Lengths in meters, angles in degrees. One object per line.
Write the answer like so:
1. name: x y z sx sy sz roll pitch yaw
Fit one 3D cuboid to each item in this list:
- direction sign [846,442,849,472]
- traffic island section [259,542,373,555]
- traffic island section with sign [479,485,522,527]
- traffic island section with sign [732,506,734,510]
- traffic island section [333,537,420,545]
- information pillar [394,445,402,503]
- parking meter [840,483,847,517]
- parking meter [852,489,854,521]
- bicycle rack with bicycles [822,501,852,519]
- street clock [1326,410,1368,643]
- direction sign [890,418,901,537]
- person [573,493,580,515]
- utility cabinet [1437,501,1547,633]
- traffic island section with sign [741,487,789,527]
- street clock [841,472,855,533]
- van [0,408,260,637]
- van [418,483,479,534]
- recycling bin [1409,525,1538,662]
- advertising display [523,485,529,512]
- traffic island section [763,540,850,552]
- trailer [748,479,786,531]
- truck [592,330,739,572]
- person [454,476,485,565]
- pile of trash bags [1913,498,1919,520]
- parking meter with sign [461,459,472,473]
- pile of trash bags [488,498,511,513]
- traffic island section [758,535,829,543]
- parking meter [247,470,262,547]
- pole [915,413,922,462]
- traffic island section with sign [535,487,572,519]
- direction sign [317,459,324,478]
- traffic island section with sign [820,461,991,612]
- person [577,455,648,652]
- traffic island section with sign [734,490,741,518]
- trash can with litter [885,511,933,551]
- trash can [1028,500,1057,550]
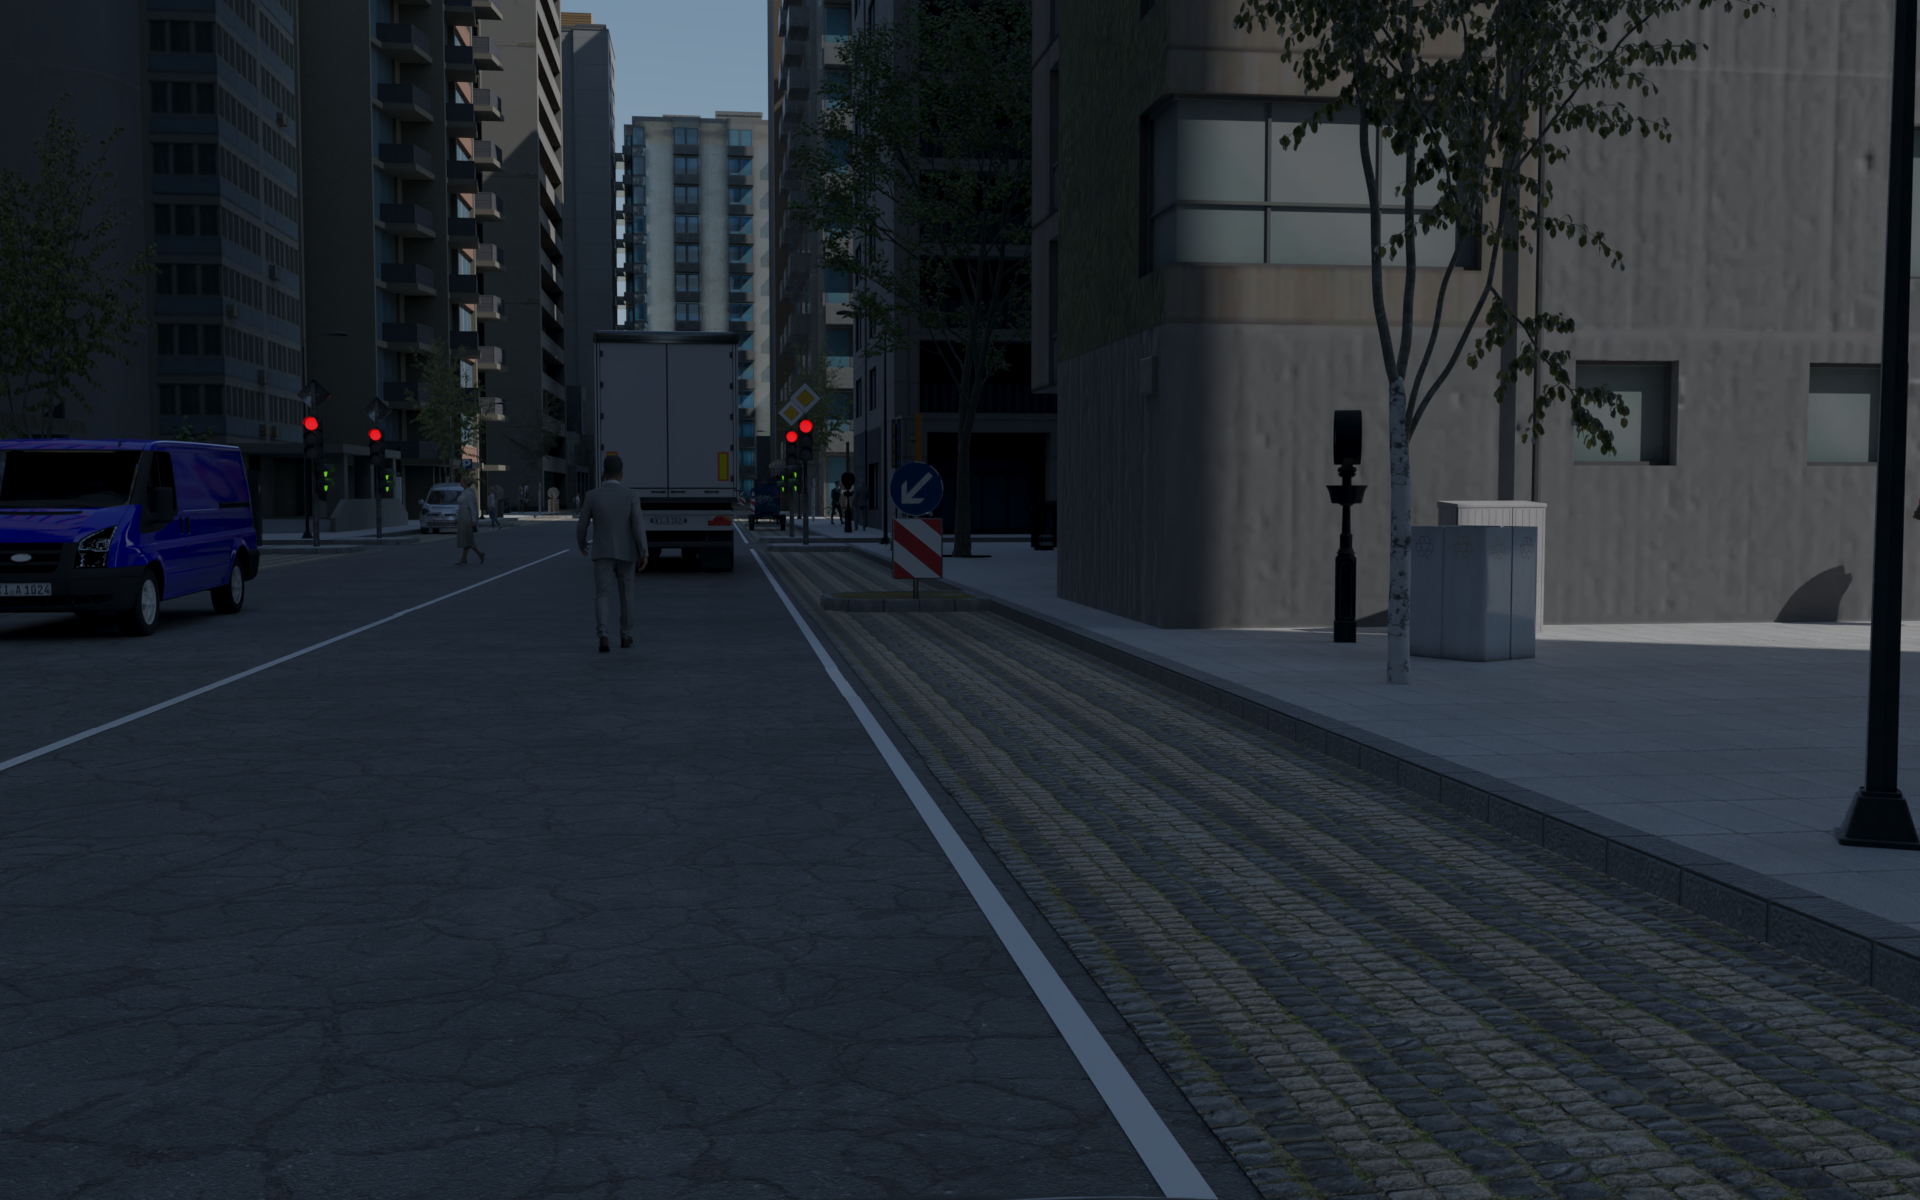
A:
1. direction sign: -4.866 -5.082 75.087 0.379 3.537 0.876 -1 4 -11
2. traffic island section: -15.706 -1.220 42.226 2.009 0.180 2.903 0 4 -8
3. traffic island section with sign: -20.023 -4.051 74.854 1.989 1.847 2.006 0 4 -8
4. traffic island section with sign: -19.344 -8.824 152.897 1.989 1.847 2.006 0 4 -8
5. traffic island section: -16.828 -1.703 50.133 2.009 0.180 2.903 0 4 -8
6. information pillar: -27.159 -5.635 83.487 0.504 3.616 0.183 0 4 5
7. parking meter: -6.219 -5.315 92.618 0.399 1.863 0.255 0 4 5
8. parking meter: -5.004 -4.560 82.963 0.372 1.533 0.369 0 3 0
9. bicycle rack with bicycles: -5.454 -4.725 90.642 2.925 0.926 2.852 1 4 15
10. street clock: 3.338 -0.636 14.967 0.358 2.002 0.471 1 4 10
11. direction sign: -1.920 -3.685 52.246 0.379 3.537 0.876 -1 4 -20
12. person: -25.631 -6.422 116.094 0.503 1.515 0.523 3 5 40
13. utility cabinet: 4.883 -0.290 15.907 1.020 1.237 0.306 -1 4 -23
14. traffic island section with sign: -8.474 -4.130 76.153 1.989 1.847 2.006 0 4 -8
15. street clock: -3.709 -3.233 57.423 0.358 2.002 0.471 -3 5 -45
16. van: -9.362 -0.898 19.065 2.240 2.365 5.245 -1 4 -9
17. van: -18.568 -3.426 63.028 2.013 2.044 4.112 -1 4 -8
18. recycling bin: 4.038 -0.067 13.645 0.722 1.027 0.722 -3 4 -36
19. advertising display: -30.750 -7.187 122.720 0.123 1.923 0.974 0 4 4
20. traffic island section: -3.882 -1.322 43.893 2.009 0.180 2.903 0 4 -8
21. trailer: -7.633 -3.763 68.577 1.471 1.999 3.904 0 4 -6
22. truck: -5.867 -2.840 35.353 2.839 4.237 11.283 -1 4 -9
23. person: -9.956 -1.616 35.153 0.641 1.798 0.478 -1 4 -18
24. pile of trash bags: 10.568 -0.368 15.767 3.447 1.369 1.912 3 5 44
25. parking meter with sign: -24.114 -5.398 84.512 0.543 3.016 1.738 -1 4 -12
26. pile of trash bags: -31.642 -6.443 115.102 3.447 1.369 1.912 -1 4 -20
27. traffic island section: -5.004 -1.805 51.799 2.009 0.180 2.903 0 4 -8
28. parking meter: -17.282 -2.246 42.440 0.255 1.863 0.399 -1 4 -12
29. pole: -1.044 -3.058 43.846 0.158 3.312 0.155 0 3 0
30. traffic island section with sign: -23.795 -5.683 101.545 1.989 1.847 2.006 0 4 -8
31. direction sign: -30.801 -5.552 82.773 0.876 3.537 0.379 0 4 1
32. traffic island section with sign: -0.741 -0.806 21.805 1.989 1.847 2.006 0 4 -8
33. person: -3.200 -0.438 15.939 0.678 1.792 0.850 0 4 -5
34. traffic island section with sign: -12.434 -5.837 104.059 1.989 1.847 2.006 0 4 -8
35. trash can with litter: -1.166 -1.712 39.385 1.055 1.170 0.624 0 4 -7
36. trash can: 1.921 -1.710 39.619 0.748 1.137 0.748 0 3 0
